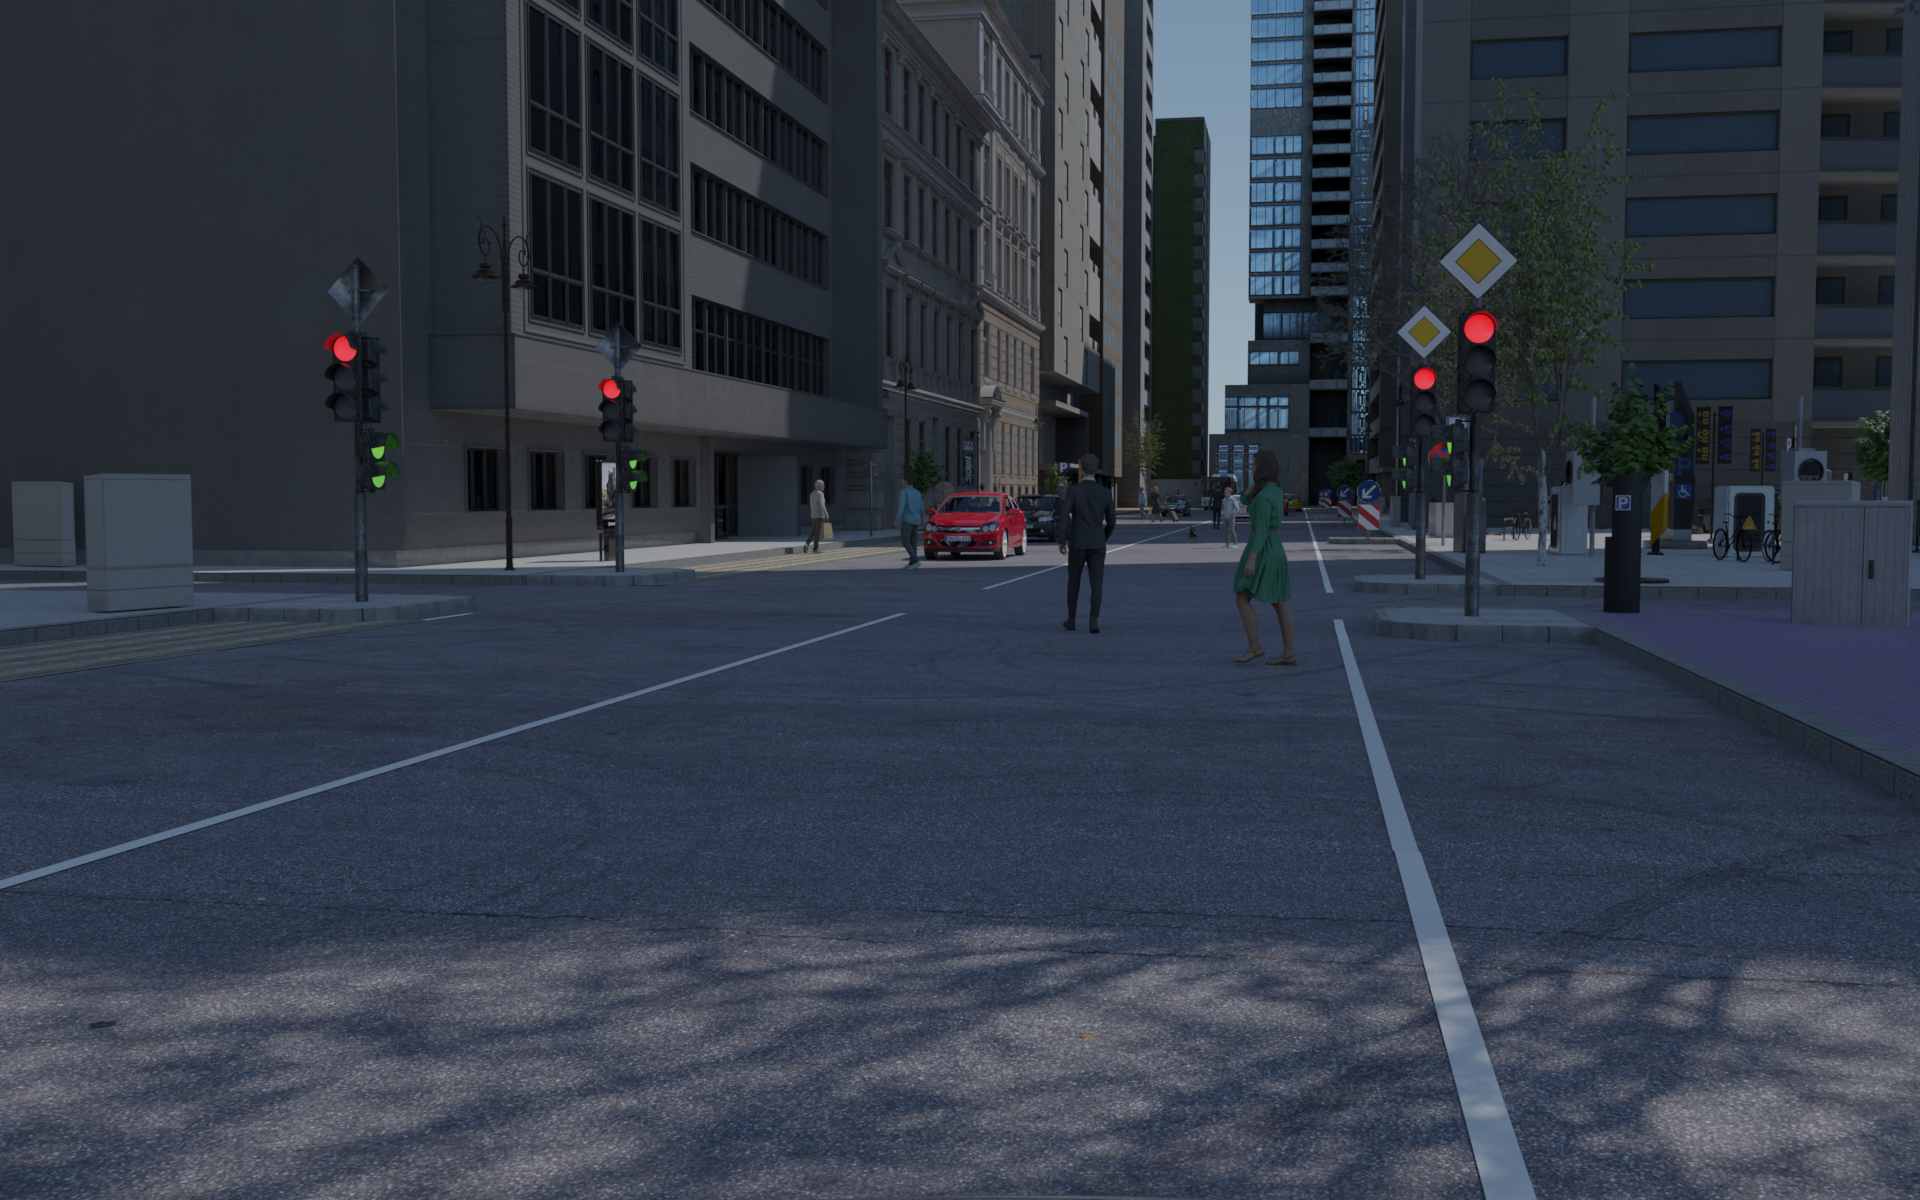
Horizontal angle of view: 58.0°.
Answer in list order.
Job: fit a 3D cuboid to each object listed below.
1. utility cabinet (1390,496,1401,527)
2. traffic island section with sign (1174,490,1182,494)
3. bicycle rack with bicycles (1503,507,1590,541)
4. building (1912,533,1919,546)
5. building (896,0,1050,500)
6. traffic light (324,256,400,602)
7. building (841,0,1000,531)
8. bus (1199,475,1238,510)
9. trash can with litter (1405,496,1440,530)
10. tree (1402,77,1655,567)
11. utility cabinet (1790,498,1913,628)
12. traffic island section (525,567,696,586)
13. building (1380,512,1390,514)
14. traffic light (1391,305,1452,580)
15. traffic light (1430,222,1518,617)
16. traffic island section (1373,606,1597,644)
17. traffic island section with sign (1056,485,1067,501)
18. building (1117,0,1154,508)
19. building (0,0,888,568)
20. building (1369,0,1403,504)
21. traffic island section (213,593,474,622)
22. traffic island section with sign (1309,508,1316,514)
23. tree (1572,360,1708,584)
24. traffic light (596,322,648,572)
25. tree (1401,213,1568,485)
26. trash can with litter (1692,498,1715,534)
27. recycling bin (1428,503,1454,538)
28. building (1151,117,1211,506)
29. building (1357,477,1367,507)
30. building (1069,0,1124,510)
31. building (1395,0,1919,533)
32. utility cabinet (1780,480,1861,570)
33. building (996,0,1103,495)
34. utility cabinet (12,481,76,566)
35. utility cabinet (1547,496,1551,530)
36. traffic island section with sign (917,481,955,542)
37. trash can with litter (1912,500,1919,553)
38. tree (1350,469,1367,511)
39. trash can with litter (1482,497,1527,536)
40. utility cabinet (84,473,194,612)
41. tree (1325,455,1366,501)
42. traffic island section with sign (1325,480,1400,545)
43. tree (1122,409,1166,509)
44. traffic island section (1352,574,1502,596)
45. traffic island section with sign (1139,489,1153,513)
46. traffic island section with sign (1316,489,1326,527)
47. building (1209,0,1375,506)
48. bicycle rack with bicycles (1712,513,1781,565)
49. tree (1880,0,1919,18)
[{"bbox_3d":[16.952,-3.440,67.407,0.306,1.237,1.020,0,4,7],"label":"utility cabinet"},{"bbox_3d":[19.523,-8.937,154.751,1.989,1.847,2.006,1,4,11],"label":"traffic island section with sign"},{"bbox_3d":[16.274,-2.114,47.940,2.852,0.926,2.925,2,4,27],"label":"bicycle rack with bicycles"},{"bbox_3d":[36.011,-29.951,31.692,28.212,58.520,21.231,1,4,11],"label":"building"},{"bbox_3d":[-3.322,-18.657,90.947,13.634,28.700,20.117,1,4,11],"label":"building"},{"bbox_3d":[-7.114,-1.933,20.526,0.839,4.253,0.868,1,4,11],"label":"traffic light"},{"bbox_3d":[-5.896,-14.342,70.650,11.583,22.565,21.152,1,4,11],"label":"building"},{"bbox_3d":[23.708,-9.975,157.958,2.948,3.499,13.247,1,4,12],"label":"bus"},{"bbox_3d":[16.894,-3.159,62.711,2.233,1.210,1.678,-2,4,-26],"label":"trash can with litter"},{"bbox_3d":[10.130,-4.888,30.283,4.737,8.622,4.395,0,3,0],"label":"tree"},{"bbox_3d":[8.734,-0.356,16.978,1.020,1.237,0.306,2,4,33],"label":"utility cabinet"},{"bbox_3d":[-5.613,-0.381,28.504,2.009,0.180,2.903,1,4,11],"label":"traffic island section"},{"bbox_3d":[43.902,-25.704,112.134,32.217,40.220,23.993,1,4,11],"label":"building"},{"bbox_3d":[6.902,-2.264,25.936,0.839,4.253,0.868,1,4,11],"label":"traffic light"},{"bbox_3d":[5.363,-1.785,18.101,0.839,4.253,0.868,1,4,11],"label":"traffic light"},{"bbox_3d":[5.400,0.249,18.207,2.009,0.180,2.903,1,4,11],"label":"traffic island section"},{"bbox_3d":[4.694,-4.319,79.237,1.989,1.847,2.006,1,4,11],"label":"traffic island section with sign"},{"bbox_3d":[4.261,-38.278,167.849,28.212,58.520,21.231,1,4,11],"label":"building"},{"bbox_3d":[-12.163,-13.820,45.024,14.314,24.678,30.058,1,4,11],"label":"building"},{"bbox_3d":[43.662,-31.326,135.878,21.300,48.544,21.600,1,4,11],"label":"building"},{"bbox_3d":[-7.152,0.099,20.668,2.009,0.180,2.903,1,4,11],"label":"traffic island section"},{"bbox_3d":[26.614,-7.188,126.146,1.989,1.847,2.006,1,4,11],"label":"traffic island section with sign"},{"bbox_3d":[9.703,-1.876,25.268,1.663,3.219,1.824,0,3,0],"label":"tree"},{"bbox_3d":[-5.575,-2.412,28.362,0.839,4.253,0.868,1,4,11],"label":"traffic light"},{"bbox_3d":[13.467,-5.802,45.226,4.360,8.622,3.978,0,3,0],"label":"tree"},{"bbox_3d":[23.800,-2.691,55.383,1.055,1.170,0.624,-2,4,-33],"label":"trash can with litter"},{"bbox_3d":[14.259,-2.353,51.020,0.722,1.027,0.722,0,4,-2],"label":"recycling bin"},{"bbox_3d":[20.395,-31.104,192.143,14.086,41.232,14.154,1,4,11],"label":"building"},{"bbox_3d":[53.134,-28.476,157.466,32.217,40.220,23.993,1,4,11],"label":"building"},{"bbox_3d":[5.329,-29.807,137.463,14.600,45.320,14.200,1,4,11],"label":"building"},{"bbox_3d":[30.376,-32.668,76.123,21.231,58.520,28.212,1,4,11],"label":"building"},{"bbox_3d":[14.252,-1.224,28.698,0.318,1.500,1.173,-2,4,-34],"label":"utility cabinet"},{"bbox_3d":[-4.992,-32.343,118.051,28.713,52.752,27.495,1,4,11],"label":"building"},{"bbox_3d":[-16.175,-1.340,30.592,1.173,1.500,0.318,1,4,23],"label":"utility cabinet"},{"bbox_3d":[21.138,-3.060,61.191,1.020,1.237,0.306,1,4,20],"label":"utility cabinet"},{"bbox_3d":[-0.531,-2.688,52.582,1.989,1.847,2.006,1,4,11],"label":"traffic island section with sign"},{"bbox_3d":[20.999,-1.654,38.099,1.678,1.210,2.233,-2,4,-28],"label":"trash can with litter"},{"bbox_3d":[30.853,-8.518,133.875,1.663,3.219,1.824,0,3,0],"label":"tree"},{"bbox_3d":[16.549,-2.620,53.897,2.233,1.210,1.678,0,4,6],"label":"trash can with litter"},{"bbox_3d":[-9.075,-0.641,19.157,0.318,1.500,1.173,1,4,23],"label":"utility cabinet"},{"bbox_3d":[32.579,-9.957,146.507,4.285,4.588,4.351,0,3,0],"label":"tree"},{"bbox_3d":[11.702,-2.541,50.179,1.989,1.847,2.006,1,4,11],"label":"traffic island section with sign"},{"bbox_3d":[15.848,-12.137,148.796,4.737,8.622,4.395,0,3,0],"label":"tree"},{"bbox_3d":[6.939,-0.230,26.043,2.009,0.180,2.903,1,4,11],"label":"traffic island section"},{"bbox_3d":[14.325,-7.319,128.300,1.989,1.847,2.006,1,4,11],"label":"traffic island section with sign"},{"bbox_3d":[16.883,-4.159,76.633,1.989,1.847,2.006,1,4,11],"label":"traffic island section with sign"},{"bbox_3d":[43.968,-53.715,190.919,31.000,86.520,22.319,1,4,11],"label":"building"},{"bbox_3d":[15.615,-1.150,32.177,2.852,0.926,2.925,0,4,6],"label":"bicycle rack with bicycles"},{"bbox_3d":[6.876,-5.981,8.166,12.009,13.543,11.850,0,3,0],"label":"tree"}]
